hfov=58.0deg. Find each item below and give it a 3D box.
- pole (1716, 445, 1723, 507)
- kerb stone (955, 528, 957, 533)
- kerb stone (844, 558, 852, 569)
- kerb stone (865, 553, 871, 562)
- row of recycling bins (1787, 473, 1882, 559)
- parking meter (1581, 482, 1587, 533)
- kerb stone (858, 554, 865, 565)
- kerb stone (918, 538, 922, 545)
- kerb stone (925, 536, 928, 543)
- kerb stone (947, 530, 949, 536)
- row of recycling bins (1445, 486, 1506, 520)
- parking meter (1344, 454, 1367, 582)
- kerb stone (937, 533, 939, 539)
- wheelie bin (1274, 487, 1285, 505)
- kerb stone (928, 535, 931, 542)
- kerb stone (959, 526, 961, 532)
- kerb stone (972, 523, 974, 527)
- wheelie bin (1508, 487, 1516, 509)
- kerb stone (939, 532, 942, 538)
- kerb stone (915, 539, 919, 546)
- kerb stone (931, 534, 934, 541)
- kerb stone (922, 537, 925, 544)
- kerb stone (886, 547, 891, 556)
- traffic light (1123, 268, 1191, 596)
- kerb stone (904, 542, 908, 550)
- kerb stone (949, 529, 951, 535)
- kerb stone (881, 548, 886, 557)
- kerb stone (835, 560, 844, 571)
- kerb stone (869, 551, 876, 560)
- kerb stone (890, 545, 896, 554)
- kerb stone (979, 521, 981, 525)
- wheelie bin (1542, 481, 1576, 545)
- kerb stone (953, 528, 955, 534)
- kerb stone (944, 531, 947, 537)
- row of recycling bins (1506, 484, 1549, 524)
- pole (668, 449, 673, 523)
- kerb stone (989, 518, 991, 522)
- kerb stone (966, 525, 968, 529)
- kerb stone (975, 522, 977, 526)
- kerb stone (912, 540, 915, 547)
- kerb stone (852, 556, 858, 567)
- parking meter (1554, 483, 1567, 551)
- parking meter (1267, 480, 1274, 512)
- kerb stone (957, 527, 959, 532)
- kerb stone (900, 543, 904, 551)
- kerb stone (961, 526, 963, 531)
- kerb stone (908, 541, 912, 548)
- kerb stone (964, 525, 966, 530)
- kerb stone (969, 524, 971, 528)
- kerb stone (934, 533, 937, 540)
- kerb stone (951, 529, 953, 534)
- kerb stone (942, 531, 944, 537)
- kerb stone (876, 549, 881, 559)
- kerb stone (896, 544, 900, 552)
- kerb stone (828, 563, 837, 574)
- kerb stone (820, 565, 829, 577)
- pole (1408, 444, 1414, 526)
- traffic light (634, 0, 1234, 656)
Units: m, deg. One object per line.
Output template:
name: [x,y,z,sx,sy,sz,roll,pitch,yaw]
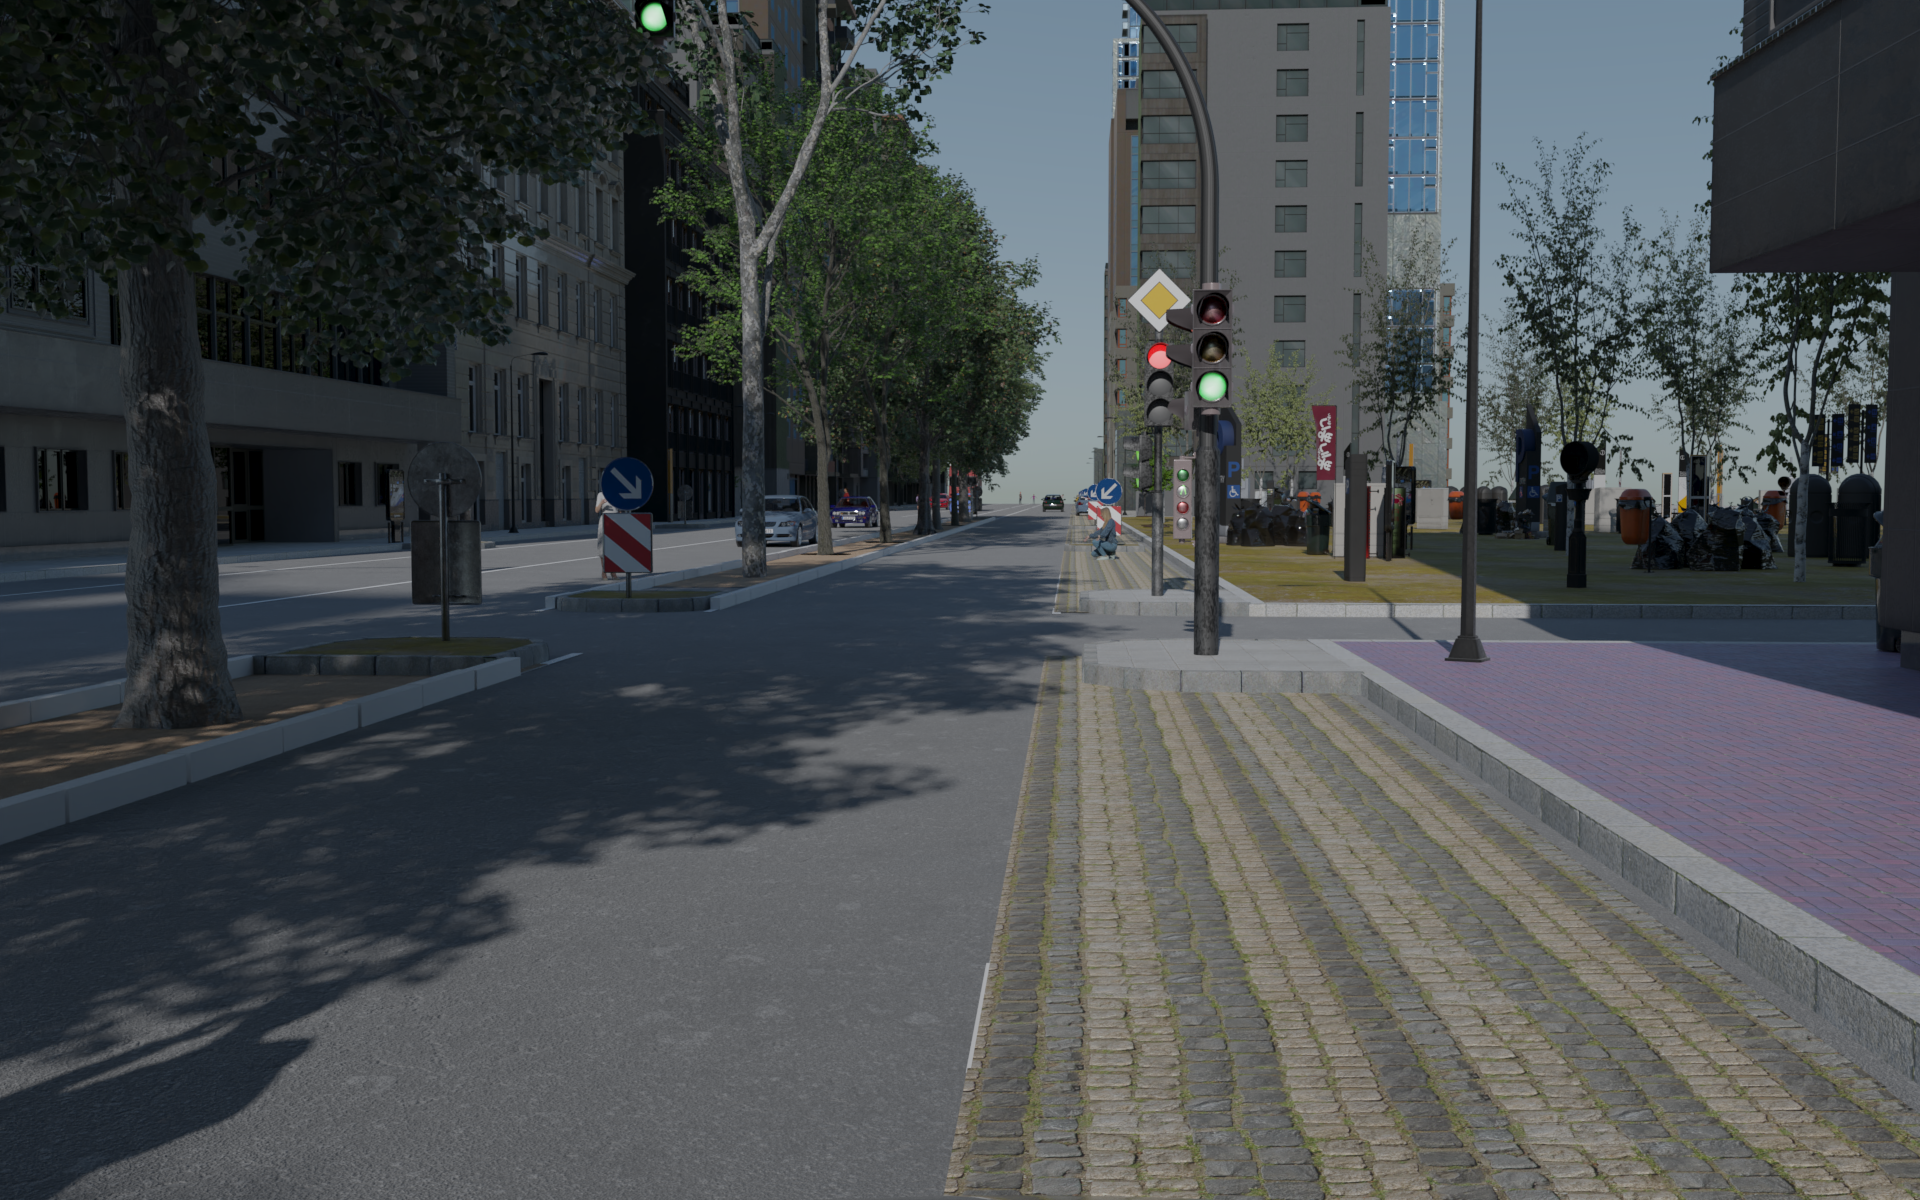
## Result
pole: [31.483,-4.770,71.839,0.158,3.312,0.155,0,3,0]
kerb stone: [-0.285,-2.483,62.801,0.120,0.150,1.000,0,4,4]
kerb stone: [-2.245,-0.671,33.169,0.120,0.150,1.000,0,4,4]
kerb stone: [-2.043,-0.859,36.238,0.120,0.150,1.000,0,4,4]
row of recycling bins: [18.459,-1.677,34.530,3.534,1.692,1.069,2,4,30]
parking meter: [19.354,-2.963,54.153,0.399,1.863,0.255,3,5,42]
kerb stone: [-2.114,-0.793,35.219,0.120,0.150,1.000,0,4,4]
kerb stone: [-1.232,-1.609,48.499,0.120,0.150,1.000,0,4,4]
kerb stone: [-1.102,-1.733,50.538,0.120,0.150,1.000,0,4,4]
kerb stone: [-0.553,-2.222,58.720,0.120,0.150,1.000,0,4,4]
row of recycling bins: [26.148,-4.942,87.907,3.534,1.692,1.069,-1,4,-12]
parking meter: [5.818,-1.209,25.473,0.255,1.863,0.399,0,4,0]
kerb stone: [-0.832,-1.980,54.625,0.120,0.150,1.000,0,4,4]
wheelie bin: [14.064,-4.226,77.005,0.693,1.594,0.980,2,4,26]
kerb stone: [-1.039,-1.796,51.558,0.120,0.150,1.000,0,4,4]
kerb stone: [-0.156,-2.608,64.844,0.120,0.150,1.000,0,4,4]
kerb stone: [0.388,-3.107,73.046,0.120,0.150,1.000,0,4,4]
wheelie bin: [19.429,-3.185,59.976,0.693,1.594,0.980,-1,4,-16]
kerb stone: [-0.753,-2.046,55.644,0.120,0.150,1.000,0,4,4]
kerb stone: [-1.304,-1.541,47.479,0.120,0.150,1.000,0,4,4]
kerb stone: [-0.968,-1.858,52.578,0.120,0.150,1.000,0,4,4]
kerb stone: [-1.170,-1.671,49.519,0.120,0.150,1.000,0,4,4]
kerb stone: [-1.778,-1.107,40.320,0.120,0.150,1.000,0,4,4]
traffic light: [2.469,-2.006,21.724,0.839,4.253,0.868,0,4,4]
kerb stone: [-1.510,-1.359,44.407,0.120,0.150,1.000,0,4,4]
kerb stone: [-0.497,-2.296,59.740,0.120,0.150,1.000,0,4,4]
kerb stone: [-1.851,-1.046,39.301,0.120,0.150,1.000,0,4,4]
kerb stone: [-2.324,-0.606,32.149,0.120,0.150,1.000,0,4,4]
kerb stone: [-1.980,-0.921,37.258,0.120,0.150,1.000,0,4,4]
kerb stone: [-1.707,-1.171,41.343,0.120,0.150,1.000,0,4,4]
kerb stone: [0.726,-3.422,78.152,0.120,0.150,1.000,0,4,4]
wheelie bin: [15.028,-2.162,43.259,0.980,1.594,0.693,2,4,34]
kerb stone: [-0.351,-2.421,61.781,0.120,0.150,1.000,0,4,4]
kerb stone: [-0.622,-2.171,57.692,0.120,0.150,1.000,0,4,4]
row of recycling bins: [25.106,-4.132,74.675,1.069,1.692,3.534,-1,4,-14]
pole: [-13.042,-5.145,77.956,0.158,3.312,0.155,0,3,0]
kerb stone: [1.332,-3.985,87.355,0.120,0.150,1.000,0,4,4]
kerb stone: [0.109,-2.859,68.943,0.120,0.150,1.000,0,4,4]
kerb stone: [0.522,-3.235,75.085,0.120,0.150,1.000,0,4,4]
kerb stone: [-1.378,-1.479,46.460,0.120,0.150,1.000,0,4,4]
kerb stone: [-2.182,-0.734,34.199,0.120,0.150,1.000,0,4,4]
parking meter: [13.667,-1.885,39.229,0.372,1.533,0.369,0,3,0]
parking meter: [13.152,-4.139,73.379,0.255,1.863,0.399,1,4,18]
kerb stone: [-0.221,-2.546,63.821,0.120,0.150,1.000,0,4,4]
kerb stone: [-1.579,-1.296,43.387,0.120,0.150,1.000,0,4,4]
kerb stone: [-0.086,-2.671,65.867,0.120,0.150,1.000,0,4,4]
kerb stone: [-1.436,-1.417,45.434,0.120,0.150,1.000,0,4,4]
kerb stone: [0.049,-2.796,67.918,0.120,0.150,1.000,0,4,4]
kerb stone: [0.249,-2.985,71.003,0.120,0.150,1.000,0,4,4]
kerb stone: [-0.899,-1.921,53.597,0.120,0.150,1.000,0,4,4]
kerb stone: [-0.428,-2.356,60.762,0.120,0.150,1.000,0,4,4]
kerb stone: [-0.699,-2.107,56.666,0.120,0.150,1.000,0,4,4]
kerb stone: [-1.913,-0.984,38.281,0.120,0.150,1.000,0,4,4]
kerb stone: [-1.644,-1.234,42.363,0.120,0.150,1.000,0,4,4]
kerb stone: [-2.385,-0.543,31.118,0.120,0.150,1.000,0,4,4]
kerb stone: [-2.452,-0.483,30.098,0.120,0.150,1.000,0,4,4]
pole: [18.293,-4.673,70.246,0.158,3.312,0.155,0,3,0]
traffic light: [-0.151,-2.391,13.753,4.771,5.953,1.251,0,4,4]
